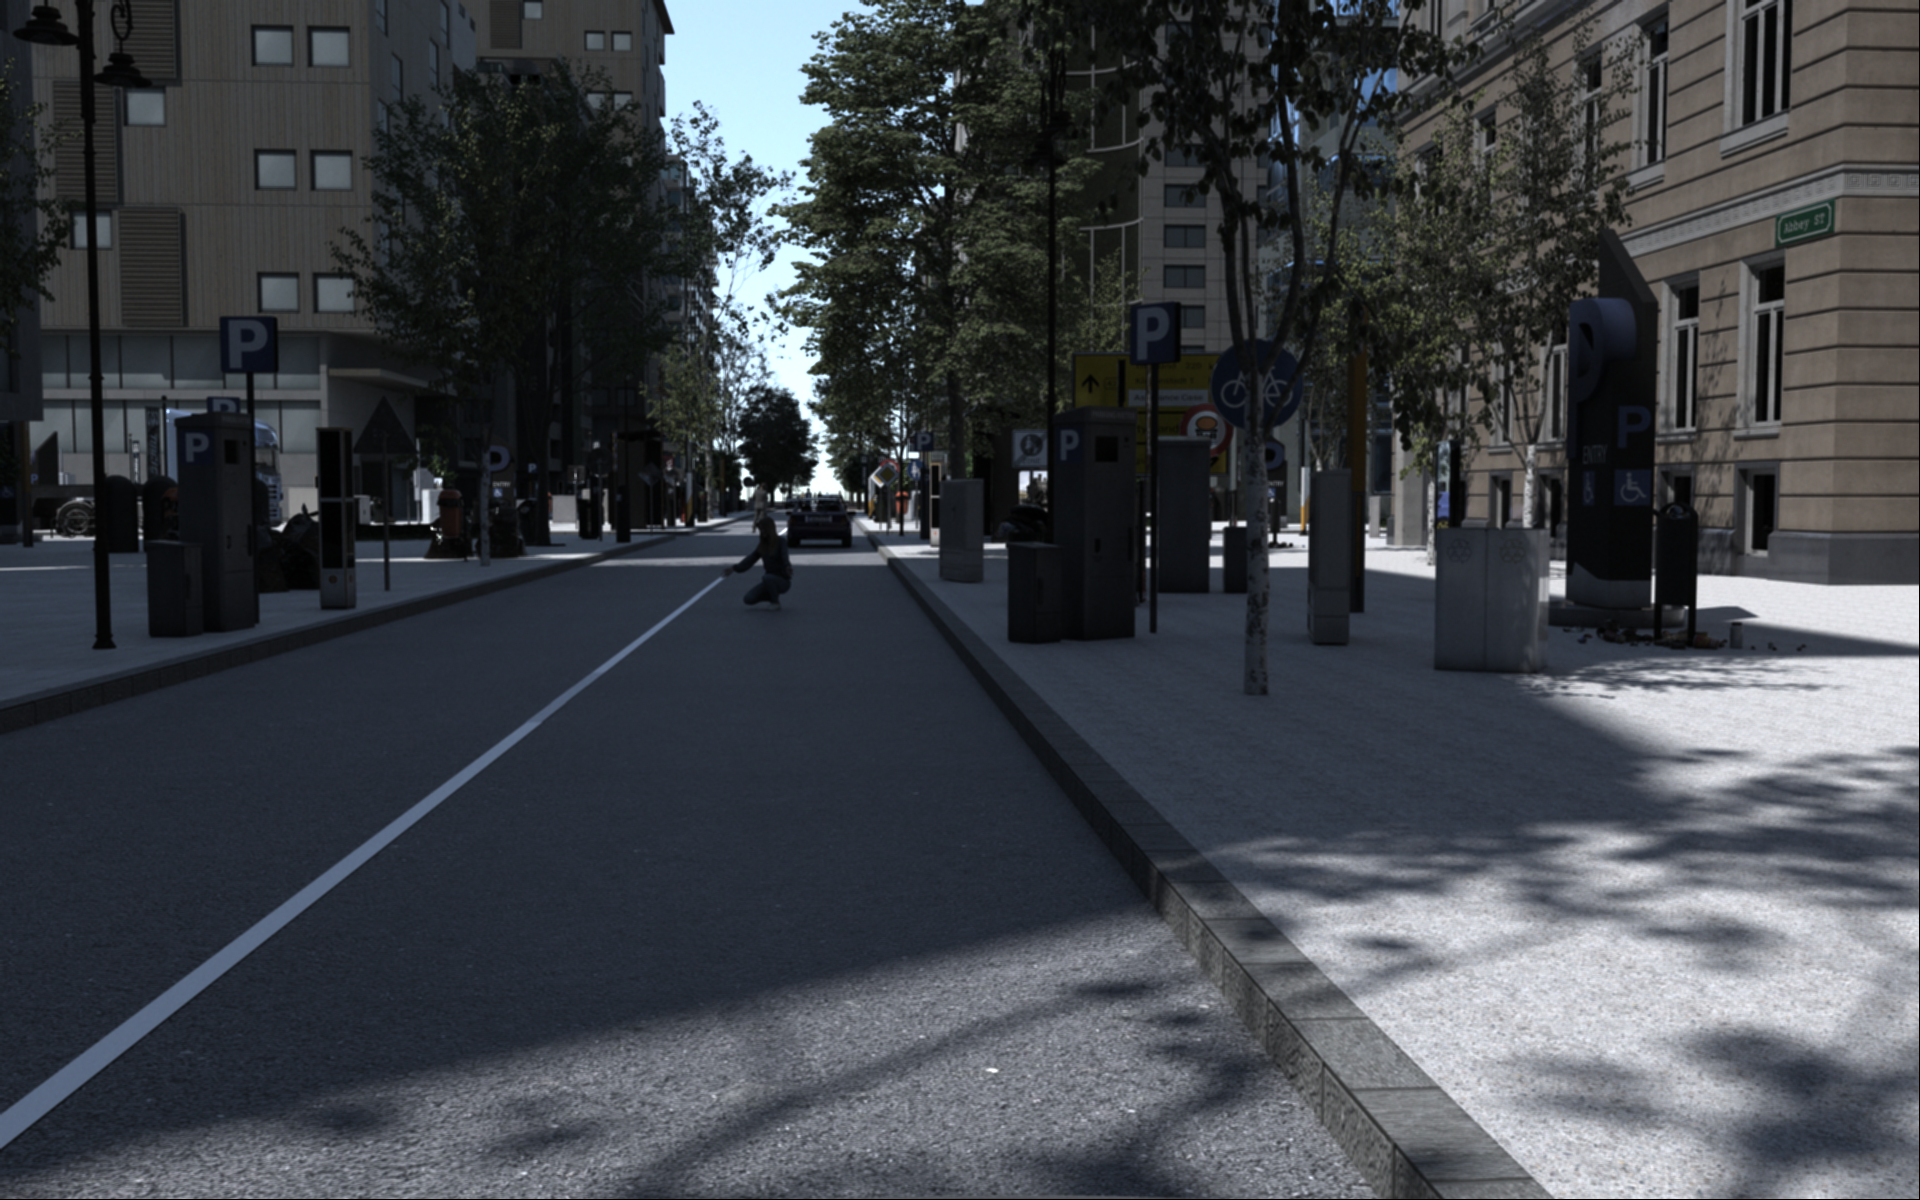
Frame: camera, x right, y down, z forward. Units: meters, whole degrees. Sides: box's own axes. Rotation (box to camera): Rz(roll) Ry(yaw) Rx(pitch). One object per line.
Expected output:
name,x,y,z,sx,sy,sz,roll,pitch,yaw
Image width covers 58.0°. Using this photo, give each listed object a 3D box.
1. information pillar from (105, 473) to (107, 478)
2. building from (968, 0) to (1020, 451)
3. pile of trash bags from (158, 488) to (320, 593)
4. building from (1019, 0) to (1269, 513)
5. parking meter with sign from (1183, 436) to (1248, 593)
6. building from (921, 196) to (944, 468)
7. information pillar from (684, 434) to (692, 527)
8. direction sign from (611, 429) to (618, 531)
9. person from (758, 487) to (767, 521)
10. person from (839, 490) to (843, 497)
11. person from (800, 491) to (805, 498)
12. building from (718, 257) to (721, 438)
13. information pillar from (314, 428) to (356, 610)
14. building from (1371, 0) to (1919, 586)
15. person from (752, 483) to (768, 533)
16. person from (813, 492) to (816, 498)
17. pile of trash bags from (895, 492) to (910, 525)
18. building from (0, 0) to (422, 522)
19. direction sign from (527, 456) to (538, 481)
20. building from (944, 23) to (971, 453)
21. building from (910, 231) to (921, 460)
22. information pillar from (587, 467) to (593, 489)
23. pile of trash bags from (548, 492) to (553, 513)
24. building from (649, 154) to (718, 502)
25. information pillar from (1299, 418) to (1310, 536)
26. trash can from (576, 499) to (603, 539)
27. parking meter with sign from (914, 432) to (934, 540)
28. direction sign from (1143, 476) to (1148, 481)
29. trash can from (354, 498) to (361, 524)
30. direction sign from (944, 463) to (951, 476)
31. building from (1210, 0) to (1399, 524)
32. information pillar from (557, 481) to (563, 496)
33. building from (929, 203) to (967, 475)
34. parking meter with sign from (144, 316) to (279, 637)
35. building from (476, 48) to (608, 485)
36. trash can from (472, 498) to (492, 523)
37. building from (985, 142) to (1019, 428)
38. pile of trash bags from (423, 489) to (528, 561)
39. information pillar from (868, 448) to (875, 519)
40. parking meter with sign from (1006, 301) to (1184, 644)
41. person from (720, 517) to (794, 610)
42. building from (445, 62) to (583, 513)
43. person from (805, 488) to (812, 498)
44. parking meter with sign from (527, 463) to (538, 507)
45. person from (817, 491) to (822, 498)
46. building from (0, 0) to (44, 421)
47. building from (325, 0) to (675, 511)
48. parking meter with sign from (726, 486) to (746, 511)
information pillar,-29.983,-3.427,60.524,0.304,2.012,0.304,-3,5,-43
building,12.214,-33.016,163.516,21.300,48.544,21.600,0,4,-4
pile of trash bags,-10.040,-0.857,23.760,3.447,1.369,1.912,3,5,40
building,13.406,-42.093,126.469,20.563,71.187,20.611,0,4,-4
parking meter with sign,2.916,-1.605,22.505,1.738,3.016,0.543,0,4,3
building,1.398,-37.289,259.791,14.600,45.320,14.200,0,4,-4
information pillar,-10.582,-4.659,67.523,0.183,3.616,0.504,1,4,13
direction sign,-12.044,-4.192,60.542,0.379,3.537,0.876,-1,4,-20
person,-8.809,-4.184,77.006,0.767,1.812,0.694,-1,4,-13
person,-8.955,-7.310,129.028,0.512,1.701,0.522,1,4,18
person,-20.629,-13.393,227.562,1.348,1.812,0.705,1,4,12
building,-49.664,-40.078,274.885,23.786,49.044,30.456,0,4,-4
information pillar,-6.946,-0.906,19.297,0.304,2.012,0.304,0,4,1
building,17.657,-15.146,33.545,13.634,28.700,20.117,0,4,-4
person,-7.375,-3.398,63.859,0.655,1.846,0.447,1,4,14
person,-22.628,-15.942,269.705,0.434,1.755,0.990,0,4,-3
pile of trash bags,-0.998,-3.802,71.916,3.447,1.369,1.912,-1,4,-10
building,-40.502,-30.525,88.322,28.713,52.752,27.495,0,4,-4
direction sign,-25.397,-6.807,103.298,0.876,3.537,0.379,1,4,11
building,13.480,-36.624,188.048,28.713,52.752,27.495,0,4,-4
building,3.236,-38.361,281.833,22.147,44.769,28.867,0,4,-4
information pillar,-20.222,-6.319,94.665,0.504,3.616,0.183,3,5,45
pile of trash bags,-18.809,-3.840,72.538,3.447,1.369,1.912,-1,4,-8
building,-47.633,-38.177,243.794,23.786,49.044,30.456,0,4,-4
information pillar,10.658,-3.795,53.404,0.183,3.616,0.504,2,4,34
trash can,-10.542,-2.301,49.281,0.748,1.137,0.748,0,3,0
parking meter with sign,-0.852,-3.260,49.566,0.543,3.016,1.738,1,4,11
direction sign,11.392,-7.135,108.661,0.876,3.537,0.379,0,4,-8
trash can,-22.950,-3.279,65.261,0.748,1.137,0.748,0,3,0
direction sign,-0.744,-8.170,125.571,0.876,3.537,0.379,1,4,14
building,28.320,-47.176,84.005,31.000,86.520,22.319,0,4,-4
information pillar,-22.328,-5.646,96.806,0.304,2.012,0.304,-1,4,-16
building,2.466,-34.378,245.676,14.154,41.232,14.086,0,4,-4
parking meter with sign,-7.026,-1.223,16.260,0.543,3.016,1.738,0,4,3
building,-44.369,-27.753,145.642,32.217,40.220,23.993,0,4,-4
trash can,-17.729,-3.215,64.218,0.748,1.137,0.748,0,3,0
building,8.943,-22.862,145.499,14.160,30.474,14.107,0,4,-4
pile of trash bags,-9.746,-1.508,34.404,1.912,1.369,3.447,0,4,-3
information pillar,-4.479,-5.900,87.821,0.183,3.616,0.504,2,4,29
parking meter with sign,1.176,-1.169,15.377,1.738,3.016,0.543,-3,5,-42
person,-2.347,-0.452,21.389,1.012,1.151,0.738,3,4,39
building,-34.219,-21.263,119.355,14.160,30.474,14.107,0,4,-4
person,-9.833,-6.354,112.411,0.581,1.822,0.654,0,4,-3
parking meter with sign,-23.813,-6.183,97.351,0.543,3.016,1.738,-2,4,-29
person,-15.058,-10.890,187.079,0.617,1.759,0.750,2,4,28
building,-26.728,-21.334,32.408,14.086,41.232,14.154,0,4,-4
building,-43.545,-35.613,171.508,28.713,52.752,27.495,0,4,-4
parking meter with sign,-17.344,-8.396,133.538,1.738,3.016,0.543,-3,5,-41
